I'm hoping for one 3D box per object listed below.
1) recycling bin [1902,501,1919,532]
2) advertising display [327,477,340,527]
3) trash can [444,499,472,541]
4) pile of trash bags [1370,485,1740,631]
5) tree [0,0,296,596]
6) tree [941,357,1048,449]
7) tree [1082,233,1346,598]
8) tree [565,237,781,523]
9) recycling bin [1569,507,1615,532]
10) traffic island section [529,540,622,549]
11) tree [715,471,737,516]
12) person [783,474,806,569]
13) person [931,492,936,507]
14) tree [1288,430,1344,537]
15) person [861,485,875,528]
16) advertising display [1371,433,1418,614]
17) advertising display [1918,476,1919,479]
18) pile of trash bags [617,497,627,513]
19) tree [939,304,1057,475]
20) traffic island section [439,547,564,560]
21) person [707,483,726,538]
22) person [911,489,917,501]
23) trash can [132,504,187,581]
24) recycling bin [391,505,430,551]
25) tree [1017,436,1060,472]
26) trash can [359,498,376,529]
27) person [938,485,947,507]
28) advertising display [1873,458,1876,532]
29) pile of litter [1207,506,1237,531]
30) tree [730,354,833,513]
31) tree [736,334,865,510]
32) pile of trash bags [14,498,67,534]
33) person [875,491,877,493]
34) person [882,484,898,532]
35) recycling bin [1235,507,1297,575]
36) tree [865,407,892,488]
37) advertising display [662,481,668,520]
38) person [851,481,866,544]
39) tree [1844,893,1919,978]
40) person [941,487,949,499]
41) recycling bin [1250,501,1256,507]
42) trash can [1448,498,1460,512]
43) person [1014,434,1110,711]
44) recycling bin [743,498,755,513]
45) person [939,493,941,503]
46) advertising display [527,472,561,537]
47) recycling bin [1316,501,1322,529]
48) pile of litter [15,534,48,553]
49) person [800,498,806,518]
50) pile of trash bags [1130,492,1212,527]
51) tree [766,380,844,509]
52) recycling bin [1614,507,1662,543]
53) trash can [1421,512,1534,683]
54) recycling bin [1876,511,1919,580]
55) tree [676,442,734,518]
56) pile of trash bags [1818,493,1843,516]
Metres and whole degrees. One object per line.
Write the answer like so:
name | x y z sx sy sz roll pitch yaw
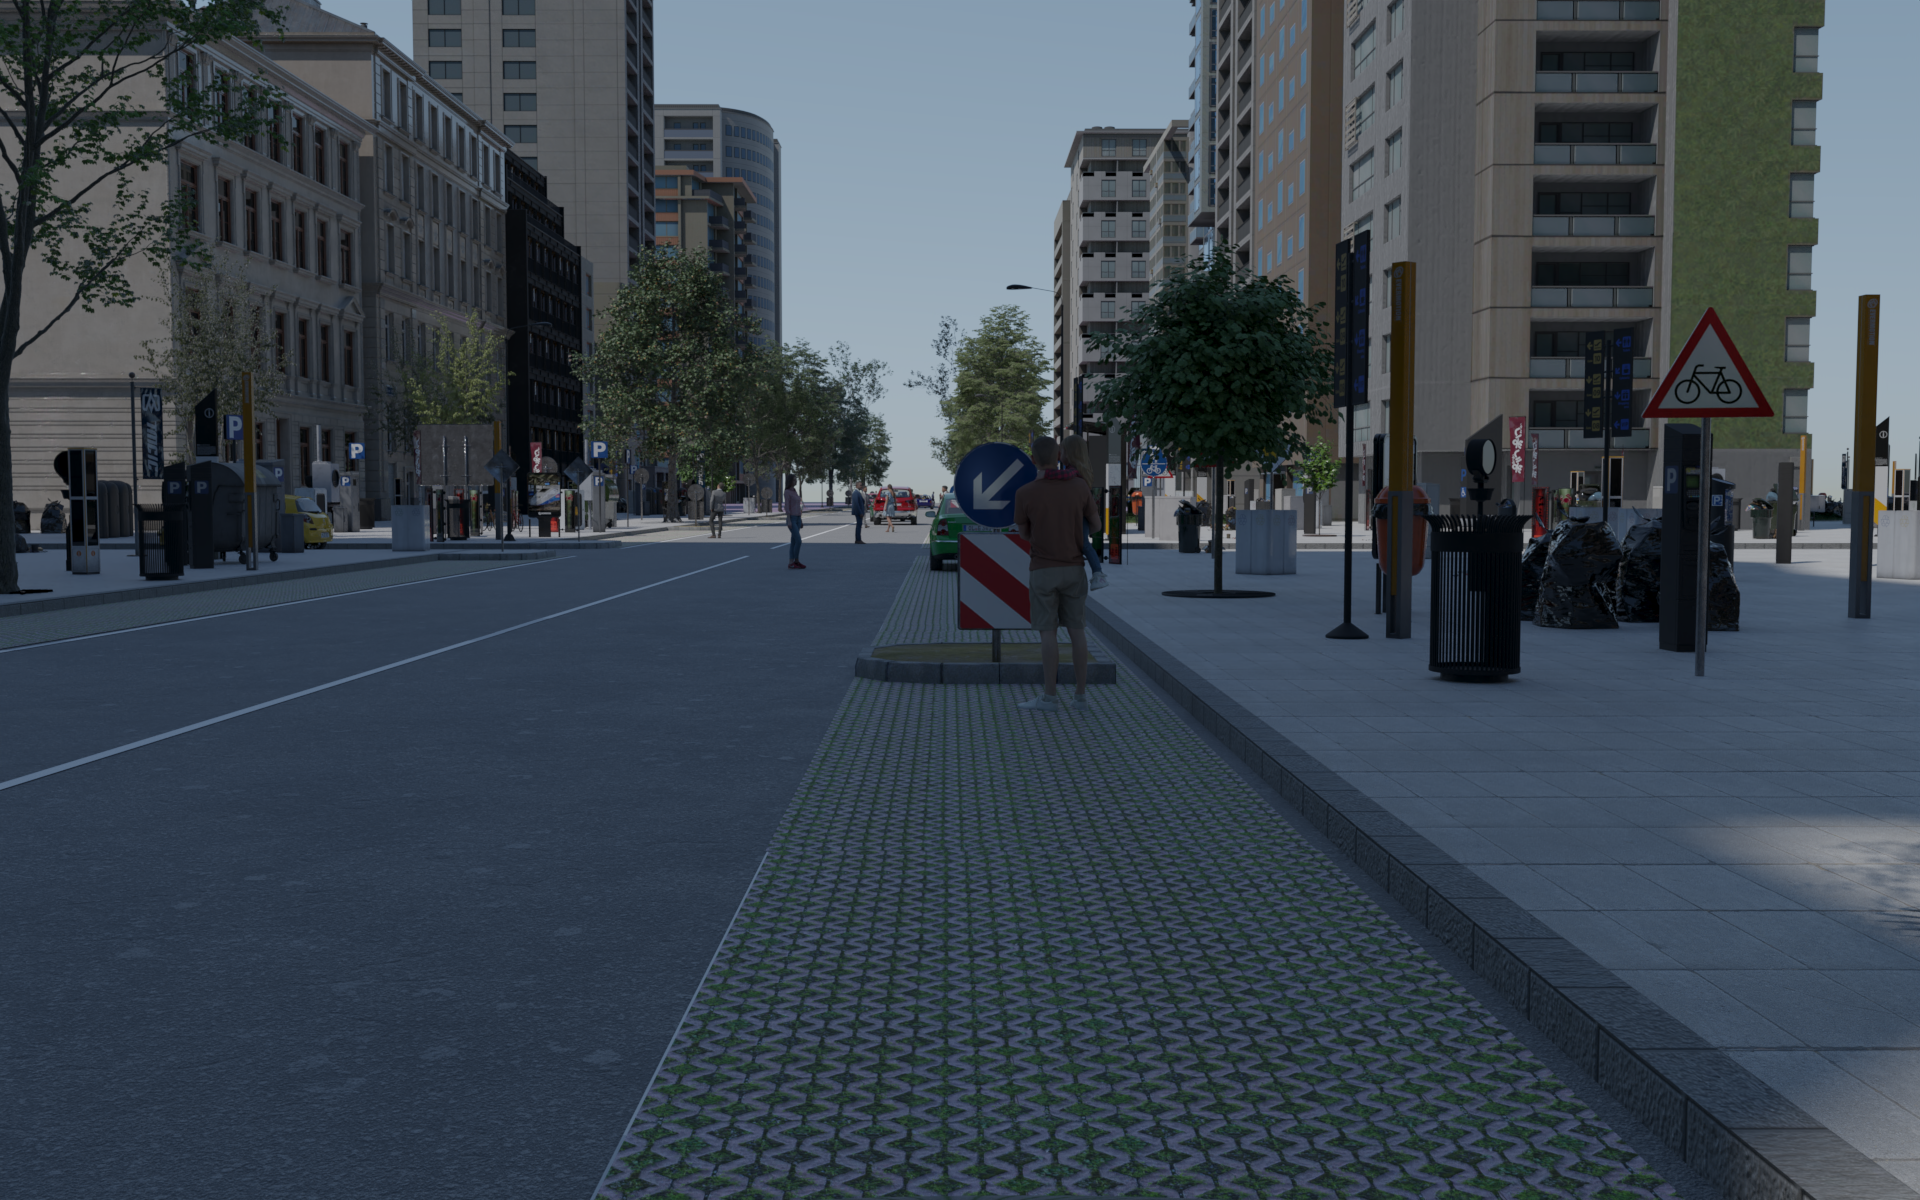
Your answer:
recycling bin | 35.255 -3.121 63.576 0.722 1.027 0.722 0 4 -2
advertising display | -23.762 -3.718 66.001 0.974 1.923 0.123 1 4 16
trash can | -13.905 -2.223 47.997 0.748 1.137 0.748 0 3 0
pile of trash bags | 5.860 -0.461 17.283 3.447 1.369 1.912 1 4 13
tree | -12.191 -5.887 22.005 9.928 11.665 9.643 0 3 0
tree | 2.437 -11.058 115.202 8.767 10.594 7.601 3 5 42
tree | 3.333 -2.328 21.775 4.285 4.588 4.351 0 3 0
tree | -12.872 -9.814 77.465 9.611 12.733 9.660 0 3 0
recycling bin | 12.089 -1.251 33.007 0.722 1.027 0.722 0 4 -4
traffic island section | -10.258 -1.484 46.540 2.009 0.180 2.903 0 4 0
tree | -13.793 -6.450 100.059 1.663 3.219 1.824 0 3 0
person | -3.170 -1.499 33.022 0.388 1.821 0.555 1 4 11
person | -2.985 -11.386 195.601 0.436 1.711 0.756 -1 4 -12
tree | 10.734 -3.529 52.293 1.663 3.219 1.824 0 3 0
person | -4.044 -3.923 72.918 0.850 1.792 0.678 3 5 40
advertising display | 4.713 -0.830 18.783 0.123 1.923 0.974 3 4 36
advertising display | 33.754 -3.368 60.276 0.974 1.923 0.123 -1 4 -13
pile of trash bags | -23.673 -6.562 117.041 3.447 1.369 1.912 -3 4 -38
tree | 2.390 -11.366 103.962 7.486 12.596 7.792 0 3 0
traffic island section | -10.204 -0.995 38.556 2.009 0.180 2.903 0 4 0
person | -7.875 -2.900 56.094 0.592 1.802 0.473 -1 4 -21
person | -3.346 -6.826 120.374 0.678 1.792 0.850 -1 4 -13
trash can | -11.919 -0.867 25.835 0.748 1.137 0.748 0 3 0
recycling bin | -12.382 -1.621 39.051 0.722 1.027 0.722 0 4 -7
tree | 2.661 -3.848 57.522 1.663 3.219 1.824 0 3 0
trash can | -21.644 -3.146 63.088 0.748 1.137 0.748 0 3 0
person | -0.579 -3.893 72.420 0.850 1.792 0.678 -1 4 -9
advertising display | 16.254 -1.576 30.977 0.123 1.923 0.974 2 4 31
pile of litter | 9.355 -2.891 61.236 1.719 0.858 1.176 -3 4 -36
tree | -13.598 -11.019 114.571 7.601 10.594 8.767 1 4 14
tree | -13.748 -14.215 139.077 9.857 13.997 8.962 0 3 0
pile of trash bags | -30.939 -2.864 56.582 3.447 1.369 1.912 -1 4 -12
person | -9.947 -12.083 206.066 0.705 1.823 1.348 2 4 35
person | -2.574 -3.435 64.763 0.616 1.811 0.778 -2 4 -29
recycling bin | 4.910 -0.931 27.777 0.722 1.027 0.722 -3 5 -40
tree | -14.510 -17.493 192.662 9.857 13.997 8.962 0 3 0
advertising display | -14.379 -4.896 85.255 0.123 1.923 0.974 1 4 18
person | -2.923 -2.521 49.906 0.419 1.800 0.721 0 4 -5
tree | 2.987 -5.747 4.333 12.009 13.543 11.850 0 3 0
person | -0.673 -4.633 84.210 0.622 1.834 0.822 2 4 34
recycling bin | 11.106 -3.127 63.679 0.722 1.027 0.722 2 4 26
trash can | 17.297 -2.960 60.046 0.748 1.137 0.748 0 3 0
person | 0.687 -0.185 11.505 0.573 1.828 0.580 2 4 31
recycling bin | -14.000 -6.273 115.117 0.722 1.027 0.722 0 4 -1
person | -2.981 -15.572 264.578 0.415 1.643 0.593 1 4 18
advertising display | -12.298 -2.815 51.247 0.974 1.923 0.123 -1 4 -14
recycling bin | 13.101 -3.187 64.659 0.722 1.027 0.722 1 4 23
pile of litter | -20.938 -1.462 37.875 1.719 0.858 1.176 0 4 8
person | -9.515 -5.523 103.810 0.505 1.210 0.382 -2 4 -26
pile of trash bags | 8.482 -3.634 69.166 3.447 1.369 1.912 1 4 22
tree | -14.120 -13.951 153.857 9.928 11.665 9.643 0 3 0
recycling bin | 11.945 -1.076 30.146 0.722 1.027 0.722 0 4 -5
trash can | 3.555 -0.018 11.941 0.748 1.137 0.748 0 3 0
recycling bin | 14.453 -0.838 26.249 0.722 1.027 0.722 -1 4 -15
tree | -13.761 -6.701 93.270 4.285 4.588 4.351 0 3 0
pile of trash bags | 50.762 -5.578 100.951 1.912 1.369 3.447 0 4 6
